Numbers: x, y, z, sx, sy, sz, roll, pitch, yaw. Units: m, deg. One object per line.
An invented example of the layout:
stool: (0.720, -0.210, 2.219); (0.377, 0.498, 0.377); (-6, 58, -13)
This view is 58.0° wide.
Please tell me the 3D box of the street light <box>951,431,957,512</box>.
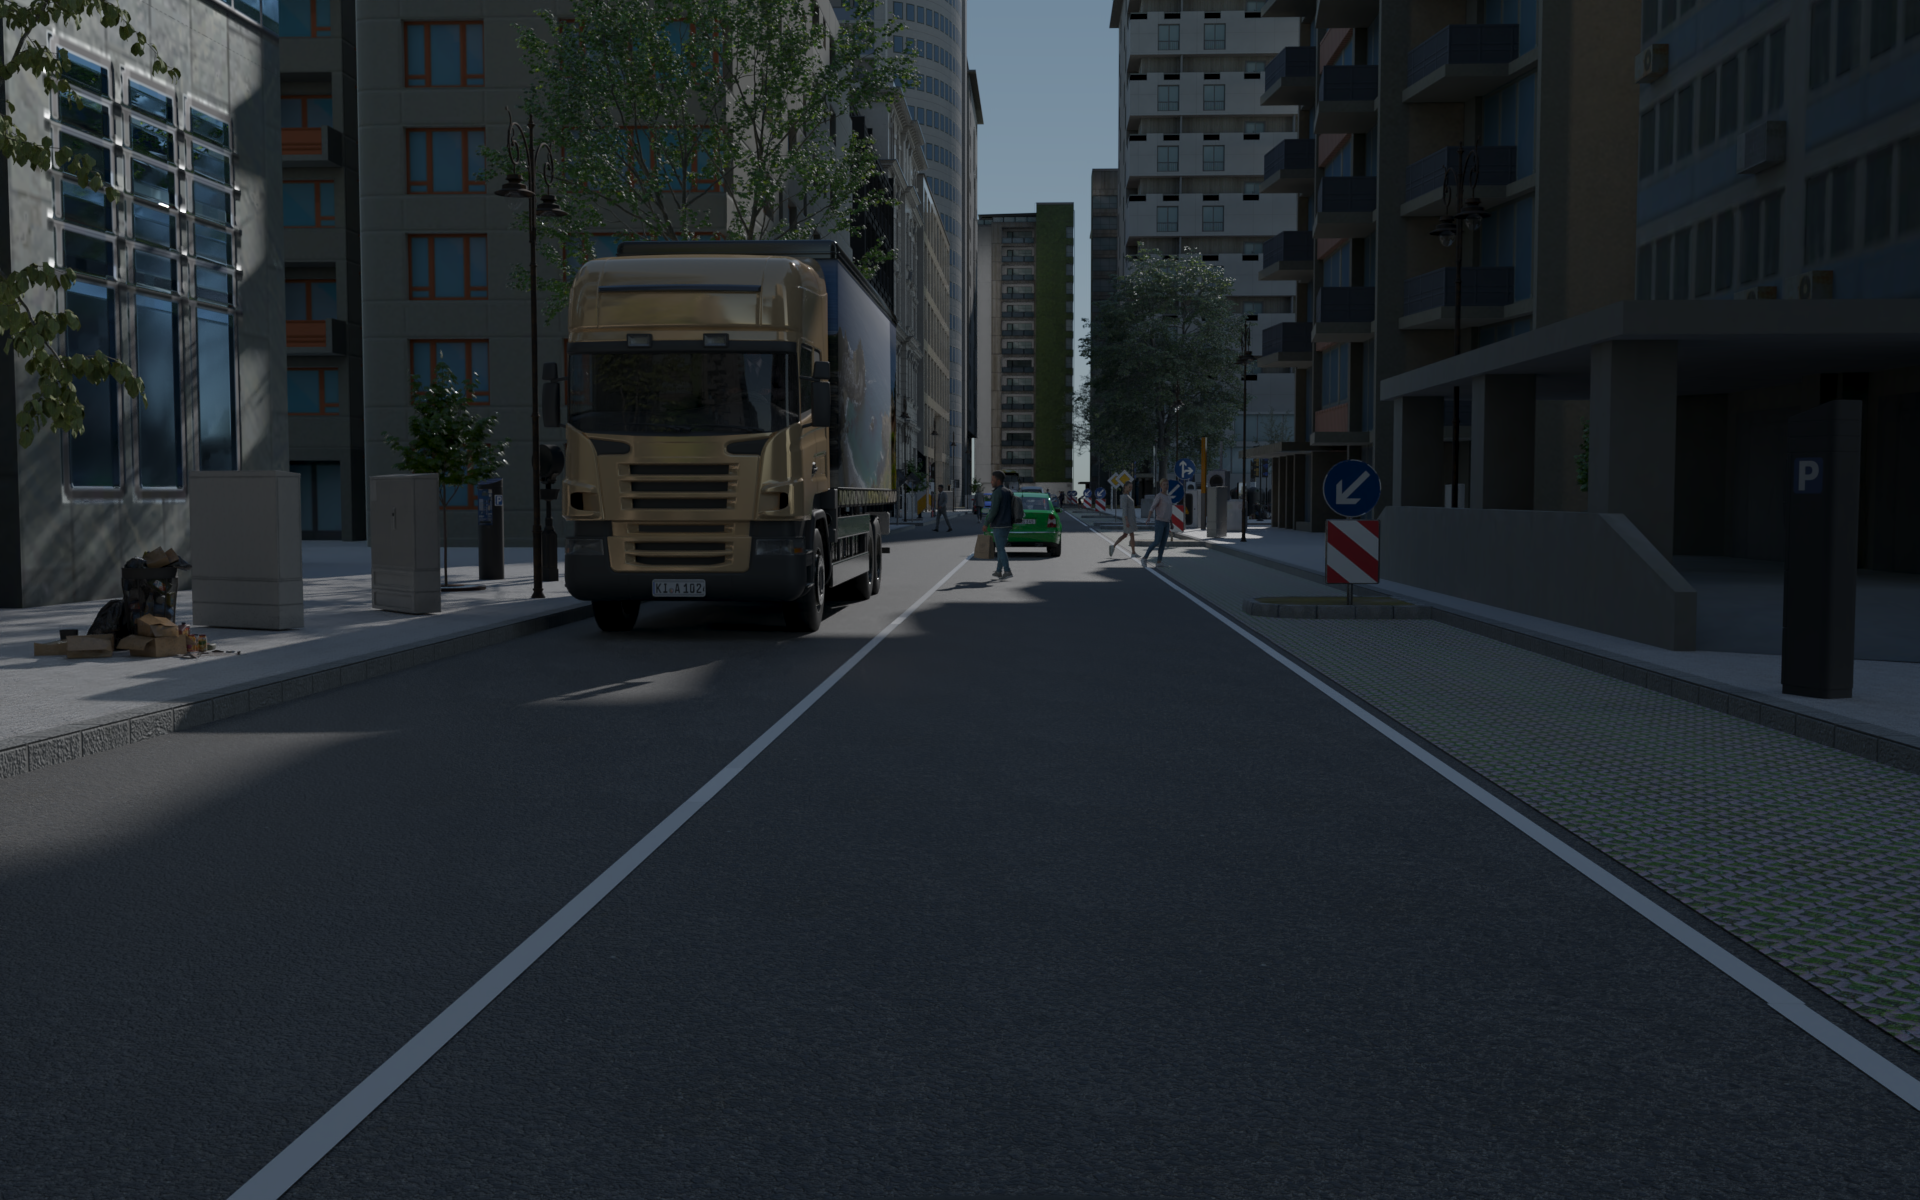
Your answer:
street light: (-0.467, -9.394, 126.383); (0.468, 5.910, 1.993); (0, 4, 3)

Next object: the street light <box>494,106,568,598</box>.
street light: (-5.211, -2.962, 21.216); (0.468, 5.910, 1.993); (0, 4, 3)

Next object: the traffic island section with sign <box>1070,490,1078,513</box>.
traffic island section with sign: (9.485, -7.468, 130.724); (1.989, 1.847, 2.006); (0, 4, 3)

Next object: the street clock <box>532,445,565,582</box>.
street clock: (-6.037, -1.275, 25.423); (0.471, 2.002, 0.358); (3, 4, 36)

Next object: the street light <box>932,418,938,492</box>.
street light: (-1.501, -7.974, 103.170); (0.468, 5.910, 1.993); (0, 4, 3)

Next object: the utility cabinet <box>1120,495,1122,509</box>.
utility cabinet: (14.143, -8.589, 151.588); (0.306, 1.237, 1.020); (0, 4, 4)

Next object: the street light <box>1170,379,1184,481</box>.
street light: (8.709, -5.914, 69.480); (0.468, 5.910, 1.993); (0, 4, 3)

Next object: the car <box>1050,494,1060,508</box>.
car: (8.367, -9.138, 161.413); (2.014, 1.417, 4.499); (0, 4, 5)

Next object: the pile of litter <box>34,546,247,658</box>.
pile of litter: (-6.629, 0.005, 13.890); (1.719, 0.858, 1.176); (2, 4, 30)

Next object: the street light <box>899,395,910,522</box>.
street light: (-2.534, -6.557, 79.992); (0.468, 5.910, 1.993); (0, 4, 3)

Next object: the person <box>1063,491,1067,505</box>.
person: (13.527, -13.338, 226.560); (1.348, 1.826, 0.705); (2, 4, 23)

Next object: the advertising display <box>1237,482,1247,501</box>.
advertising display: (15.421, -5.479, 94.790); (0.123, 1.923, 0.974); (3, 4, 36)

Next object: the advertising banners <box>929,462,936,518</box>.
advertising banners: (-1.514, -6.039, 94.922); (0.090, 3.025, 2.074); (1, 4, 9)

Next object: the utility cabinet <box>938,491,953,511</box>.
utility cabinet: (-1.072, -7.432, 130.188); (1.173, 1.500, 0.318); (0, 4, 6)

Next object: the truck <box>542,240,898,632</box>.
truck: (-2.464, -1.991, 21.467); (2.839, 4.237, 11.283); (0, 4, 3)

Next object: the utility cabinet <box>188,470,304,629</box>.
utility cabinet: (-6.794, -0.478, 16.502); (1.173, 1.500, 0.318); (2, 4, 27)

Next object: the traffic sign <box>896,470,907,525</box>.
traffic sign: (-2.542, -4.115, 70.923); (0.795, 2.450, 0.064); (0, 4, 3)

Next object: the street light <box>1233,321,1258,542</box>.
street light: (7.609, -4.497, 46.306); (0.468, 5.910, 1.993); (0, 4, 3)

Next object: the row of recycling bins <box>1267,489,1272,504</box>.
row of recycling bins: (21.373, -7.248, 125.610); (3.534, 1.692, 1.069); (2, 4, 27)

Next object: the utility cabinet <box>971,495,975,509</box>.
utility cabinet: (1.058, -8.677, 153.038); (0.306, 1.237, 1.020); (1, 4, 19)

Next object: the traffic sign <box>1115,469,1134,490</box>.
traffic sign: (6.691, -4.088, 70.479); (0.795, 2.450, 0.064); (0, 4, 3)

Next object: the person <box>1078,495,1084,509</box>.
person: (11.634, -9.400, 165.381); (0.799, 1.438, 0.628); (0, 4, 5)

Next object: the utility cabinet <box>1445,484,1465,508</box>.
utility cabinet: (10.619, -1.747, 37.240); (0.318, 1.500, 1.173); (1, 4, 22)

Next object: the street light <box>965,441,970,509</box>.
street light: (0.662, -10.812, 149.556); (0.468, 5.910, 1.993); (0, 4, 3)

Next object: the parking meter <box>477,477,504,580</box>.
parking meter: (-7.039, -1.075, 25.986); (0.372, 1.533, 0.369); (0, 3, 0)

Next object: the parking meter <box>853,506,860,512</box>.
parking meter: (-3.610, -3.130, 59.589); (0.372, 1.533, 0.369); (0, 3, 0)

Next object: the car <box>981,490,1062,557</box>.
car: (1.467, -1.975, 41.086); (1.959, 1.807, 4.718); (0, 4, 1)

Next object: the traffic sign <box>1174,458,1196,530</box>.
traffic sign: (7.978, -3.757, 61.531); (0.768, 2.556, 0.104); (0, 4, 7)

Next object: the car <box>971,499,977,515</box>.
car: (1.886, -6.940, 122.505); (2.155, 1.783, 4.494); (0, 4, 3)

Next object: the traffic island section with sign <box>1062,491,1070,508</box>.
traffic island section with sign: (11.779, -10.492, 180.178); (1.989, 1.847, 2.006); (0, 4, 3)

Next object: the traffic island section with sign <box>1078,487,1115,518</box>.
traffic island section with sign: (8.223, -5.780, 103.134); (1.989, 1.847, 2.006); (0, 4, 3)

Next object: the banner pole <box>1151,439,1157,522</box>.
banner pole: (8.867, -5.431, 78.813); (0.401, 3.779, 0.863); (1, 4, 16)

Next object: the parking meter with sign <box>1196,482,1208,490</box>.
parking meter with sign: (15.497, -7.014, 110.946); (1.738, 3.016, 0.543); (3, 5, 41)

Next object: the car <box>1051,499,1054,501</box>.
car: (5.551, -6.768, 122.453); (2.131, 1.459, 4.920); (0, 4, 4)

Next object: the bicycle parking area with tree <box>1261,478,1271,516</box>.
bicycle parking area with tree: (21.143, -7.237, 105.328); (8.231, 4.147, 9.016); (0, 4, 6)

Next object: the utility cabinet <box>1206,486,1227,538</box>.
utility cabinet: (7.515, -2.571, 50.714); (0.318, 1.500, 1.173); (2, 4, 24)

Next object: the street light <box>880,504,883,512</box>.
street light: (-3.072, -5.816, 67.876); (0.468, 5.910, 1.993); (0, 4, 3)

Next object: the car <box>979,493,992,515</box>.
car: (2.018, -6.217, 111.241); (1.945, 1.707, 3.694); (0, 4, 1)

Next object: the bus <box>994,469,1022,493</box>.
bus: (4.820, -11.329, 176.774); (2.896, 3.916, 12.252); (0, 4, 2)

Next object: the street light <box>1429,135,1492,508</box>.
street light: (6.554, -3.061, 22.843); (0.468, 5.910, 1.993); (0, 4, 3)

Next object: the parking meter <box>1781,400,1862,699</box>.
parking meter: (5.452, -0.323, 10.986); (0.255, 1.863, 0.399); (-1, 4, -20)

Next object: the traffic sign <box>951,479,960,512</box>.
traffic sign: (-0.327, -7.237, 120.448); (0.606, 2.300, 0.079); (0, 4, 7)

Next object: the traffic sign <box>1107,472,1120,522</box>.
traffic sign: (7.059, -4.576, 78.456); (0.795, 2.450, 0.064); (0, 4, 3)

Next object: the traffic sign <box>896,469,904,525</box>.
traffic sign: (-2.583, -4.217, 71.074); (0.606, 2.300, 0.079); (1, 4, 11)

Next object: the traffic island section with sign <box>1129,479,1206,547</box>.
traffic island section with sign: (5.666, -2.382, 47.572); (1.989, 1.847, 2.006); (0, 4, 3)

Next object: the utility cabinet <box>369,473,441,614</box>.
utility cabinet: (-6.028, -0.617, 18.767); (0.318, 1.500, 1.173); (-3, 5, -40)

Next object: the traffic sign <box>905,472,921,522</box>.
traffic sign: (-2.175, -4.603, 78.900); (0.795, 2.450, 0.064); (0, 4, 3)

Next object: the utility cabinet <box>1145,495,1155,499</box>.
utility cabinet: (13.215, -6.647, 119.841); (0.306, 1.237, 1.020); (-3, 4, -37)

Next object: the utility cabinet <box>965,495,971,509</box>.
utility cabinet: (0.587, -8.603, 151.826); (0.306, 1.237, 1.020); (0, 4, 3)

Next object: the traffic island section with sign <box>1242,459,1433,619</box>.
traffic island section with sign: (4.425, -0.735, 20.645); (1.989, 1.847, 2.006); (0, 4, 3)

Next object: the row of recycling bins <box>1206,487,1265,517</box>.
row of recycling bins: (15.456, -5.629, 99.148); (3.534, 1.692, 1.069); (0, 4, -8)

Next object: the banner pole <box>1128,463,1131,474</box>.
banner pole: (13.598, -9.172, 139.972); (0.401, 3.779, 0.863); (-2, 4, -24)

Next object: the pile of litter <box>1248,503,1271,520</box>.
pile of litter: (15.075, -4.491, 87.388); (1.719, 0.858, 1.176); (3, 5, 39)
